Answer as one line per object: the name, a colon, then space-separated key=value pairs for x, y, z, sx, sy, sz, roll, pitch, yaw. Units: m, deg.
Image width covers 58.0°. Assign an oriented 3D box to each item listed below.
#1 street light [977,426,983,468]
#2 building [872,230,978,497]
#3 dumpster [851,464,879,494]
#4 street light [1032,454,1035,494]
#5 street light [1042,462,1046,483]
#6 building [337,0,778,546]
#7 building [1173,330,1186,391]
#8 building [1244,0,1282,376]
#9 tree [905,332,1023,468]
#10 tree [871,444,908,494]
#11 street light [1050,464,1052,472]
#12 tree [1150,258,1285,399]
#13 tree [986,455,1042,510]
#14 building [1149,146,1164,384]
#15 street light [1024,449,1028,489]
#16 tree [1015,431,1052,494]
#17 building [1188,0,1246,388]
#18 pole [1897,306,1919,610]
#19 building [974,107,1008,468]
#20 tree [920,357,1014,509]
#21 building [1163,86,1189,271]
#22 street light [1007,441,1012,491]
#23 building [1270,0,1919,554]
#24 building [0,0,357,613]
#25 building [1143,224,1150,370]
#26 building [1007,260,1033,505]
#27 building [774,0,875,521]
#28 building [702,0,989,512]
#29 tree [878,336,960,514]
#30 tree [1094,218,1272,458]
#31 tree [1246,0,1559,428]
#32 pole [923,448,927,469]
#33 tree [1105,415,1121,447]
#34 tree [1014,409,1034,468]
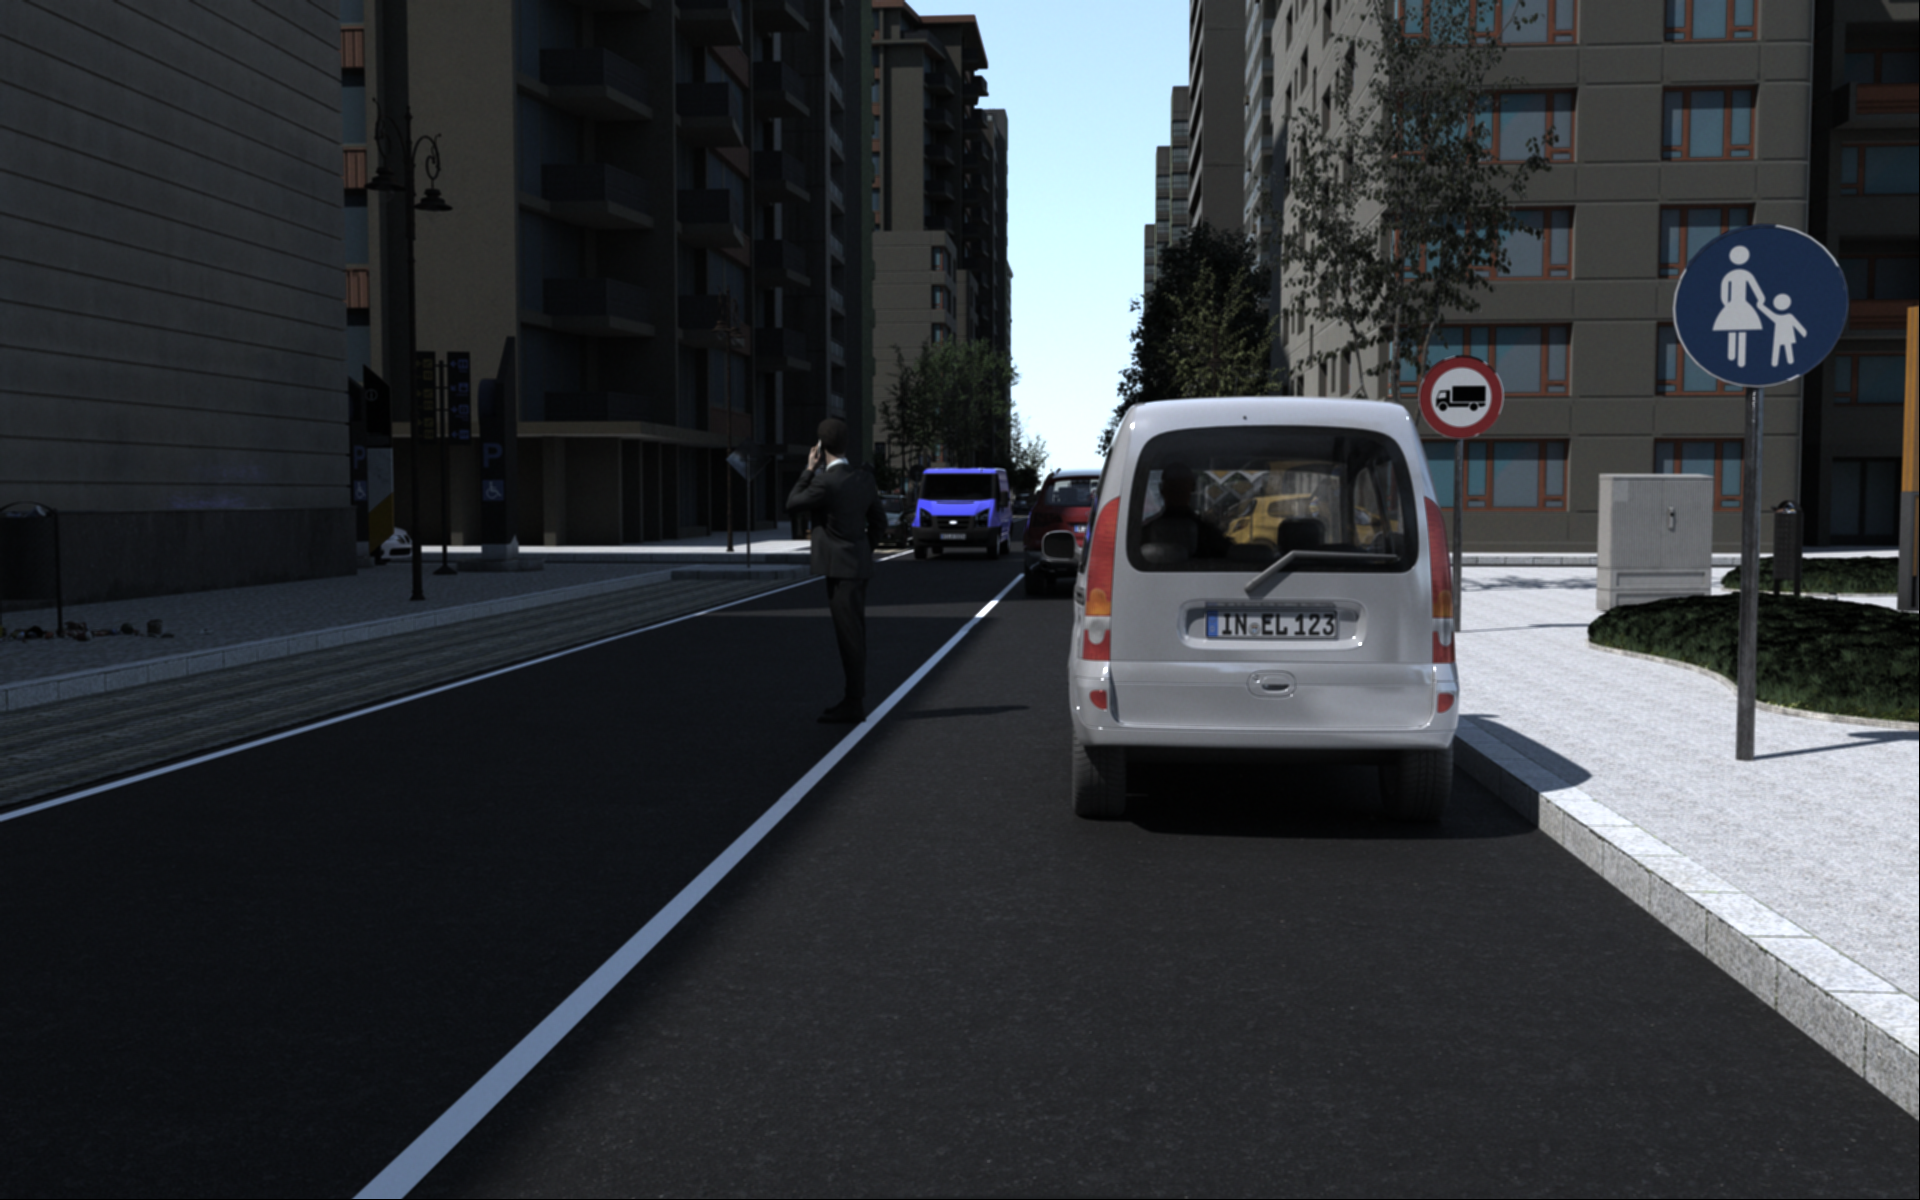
street light: x=1.358 y=-8.717 z=115.302 sx=0.468 sy=5.910 sz=1.993 roll=0 pitch=4 yaw=5
building: x=-13.509 y=-17.386 z=129.294 sx=27.650 sy=21.520 sz=28.899 roll=0 pitch=4 yaw=5
dumpster: x=-3.524 y=-3.313 z=56.655 sx=1.502 sy=2.255 sz=1.985 roll=0 pitch=4 yaw=5
street light: x=8.392 y=-13.758 z=197.735 sx=0.468 sy=5.910 sz=1.993 roll=0 pitch=4 yaw=5
street light: x=11.119 y=-15.741 z=230.149 sx=0.468 sy=5.910 sz=1.993 roll=0 pitch=4 yaw=5
building: x=-17.015 y=-24.492 z=55.072 sx=22.147 sy=44.769 sz=28.867 roll=0 pitch=4 yaw=5
building: x=32.702 y=-18.973 z=155.255 sx=27.650 sy=21.520 sz=28.899 roll=0 pitch=4 yaw=5
building: x=28.460 y=-24.643 z=94.787 sx=32.217 sy=40.220 sz=23.993 roll=0 pitch=4 yaw=5
tree: x=0.088 y=-11.286 z=110.287 sx=9.928 sy=11.665 sz=9.643 roll=0 pitch=3 yaw=0
tree: x=-3.072 y=-4.373 z=66.096 sx=1.663 sy=3.219 sz=1.824 roll=0 pitch=3 yaw=0
street light: x=13.799 y=-17.692 z=262.056 sx=0.468 sy=5.910 sz=1.993 roll=0 pitch=4 yaw=5
tree: x=8.132 y=-6.410 z=55.164 sx=4.737 sy=8.622 sz=4.395 roll=0 pitch=3 yaw=0
tree: x=3.542 y=-9.585 z=140.429 sx=4.285 sy=4.588 sz=4.351 roll=0 pitch=3 yaw=0
building: x=30.093 y=-31.930 z=205.647 sx=14.154 sy=41.232 sz=14.086 roll=0 pitch=4 yaw=5
street light: x=6.873 y=-12.619 z=179.104 sx=0.468 sy=5.910 sz=1.993 roll=0 pitch=4 yaw=5
tree: x=8.492 y=-15.367 z=201.615 sx=4.737 sy=8.622 sz=4.395 roll=0 pitch=3 yaw=0
building: x=28.169 y=-30.889 z=128.743 sx=21.300 sy=48.544 sz=21.600 roll=0 pitch=4 yaw=5
pole: x=10.427 y=-1.535 z=18.941 sx=0.158 sy=3.312 sz=0.155 roll=0 pitch=3 yaw=0
building: x=-2.459 y=-30.313 z=179.212 sx=14.154 sy=41.232 sz=14.086 roll=0 pitch=4 yaw=5
tree: x=-0.155 y=-8.737 z=93.209 sx=4.360 sy=8.622 sz=3.978 roll=0 pitch=3 yaw=0
building: x=28.330 y=-30.150 z=176.548 sx=14.154 sy=41.232 sz=14.086 roll=0 pitch=4 yaw=5
street light: x=4.169 y=-10.667 z=147.199 sx=0.468 sy=5.910 sz=1.993 roll=0 pitch=4 yaw=5
building: x=24.839 y=-12.532 z=49.946 sx=28.899 sy=21.520 sz=27.650 roll=0 pitch=4 yaw=5
building: x=-22.107 y=-13.748 z=22.043 sx=25.104 sy=27.353 sz=12.463 roll=0 pitch=4 yaw=5
building: x=34.845 y=-35.438 z=263.000 sx=14.154 sy=41.232 sz=14.086 roll=0 pitch=4 yaw=5
building: x=-4.915 y=-34.825 z=261.272 sx=32.217 sy=40.220 sz=23.993 roll=0 pitch=4 yaw=5
building: x=-12.046 y=-24.537 z=84.769 sx=14.154 sy=41.232 sz=14.086 roll=0 pitch=4 yaw=5
building: x=-8.921 y=-30.789 z=158.030 sx=22.147 sy=44.769 sz=28.867 roll=0 pitch=4 yaw=5
tree: x=-2.092 y=-8.009 z=81.306 sx=4.737 sy=8.622 sz=4.395 roll=0 pitch=3 yaw=0
tree: x=10.393 y=-9.484 z=72.077 sx=9.611 sy=12.733 sz=9.660 roll=0 pitch=3 yaw=0
tree: x=5.737 y=-4.404 z=22.370 sx=4.360 sy=8.622 sz=3.978 roll=0 pitch=3 yaw=0
pole: x=-1.537 y=-5.035 z=76.170 sx=0.158 sy=3.312 sz=0.155 roll=0 pitch=3 yaw=0
tree: x=20.058 y=-16.507 z=195.640 sx=9.928 sy=11.665 sz=9.643 roll=0 pitch=3 yaw=0
tree: x=4.472 y=-12.276 z=151.067 sx=4.360 sy=8.622 sz=3.978 roll=0 pitch=3 yaw=0
